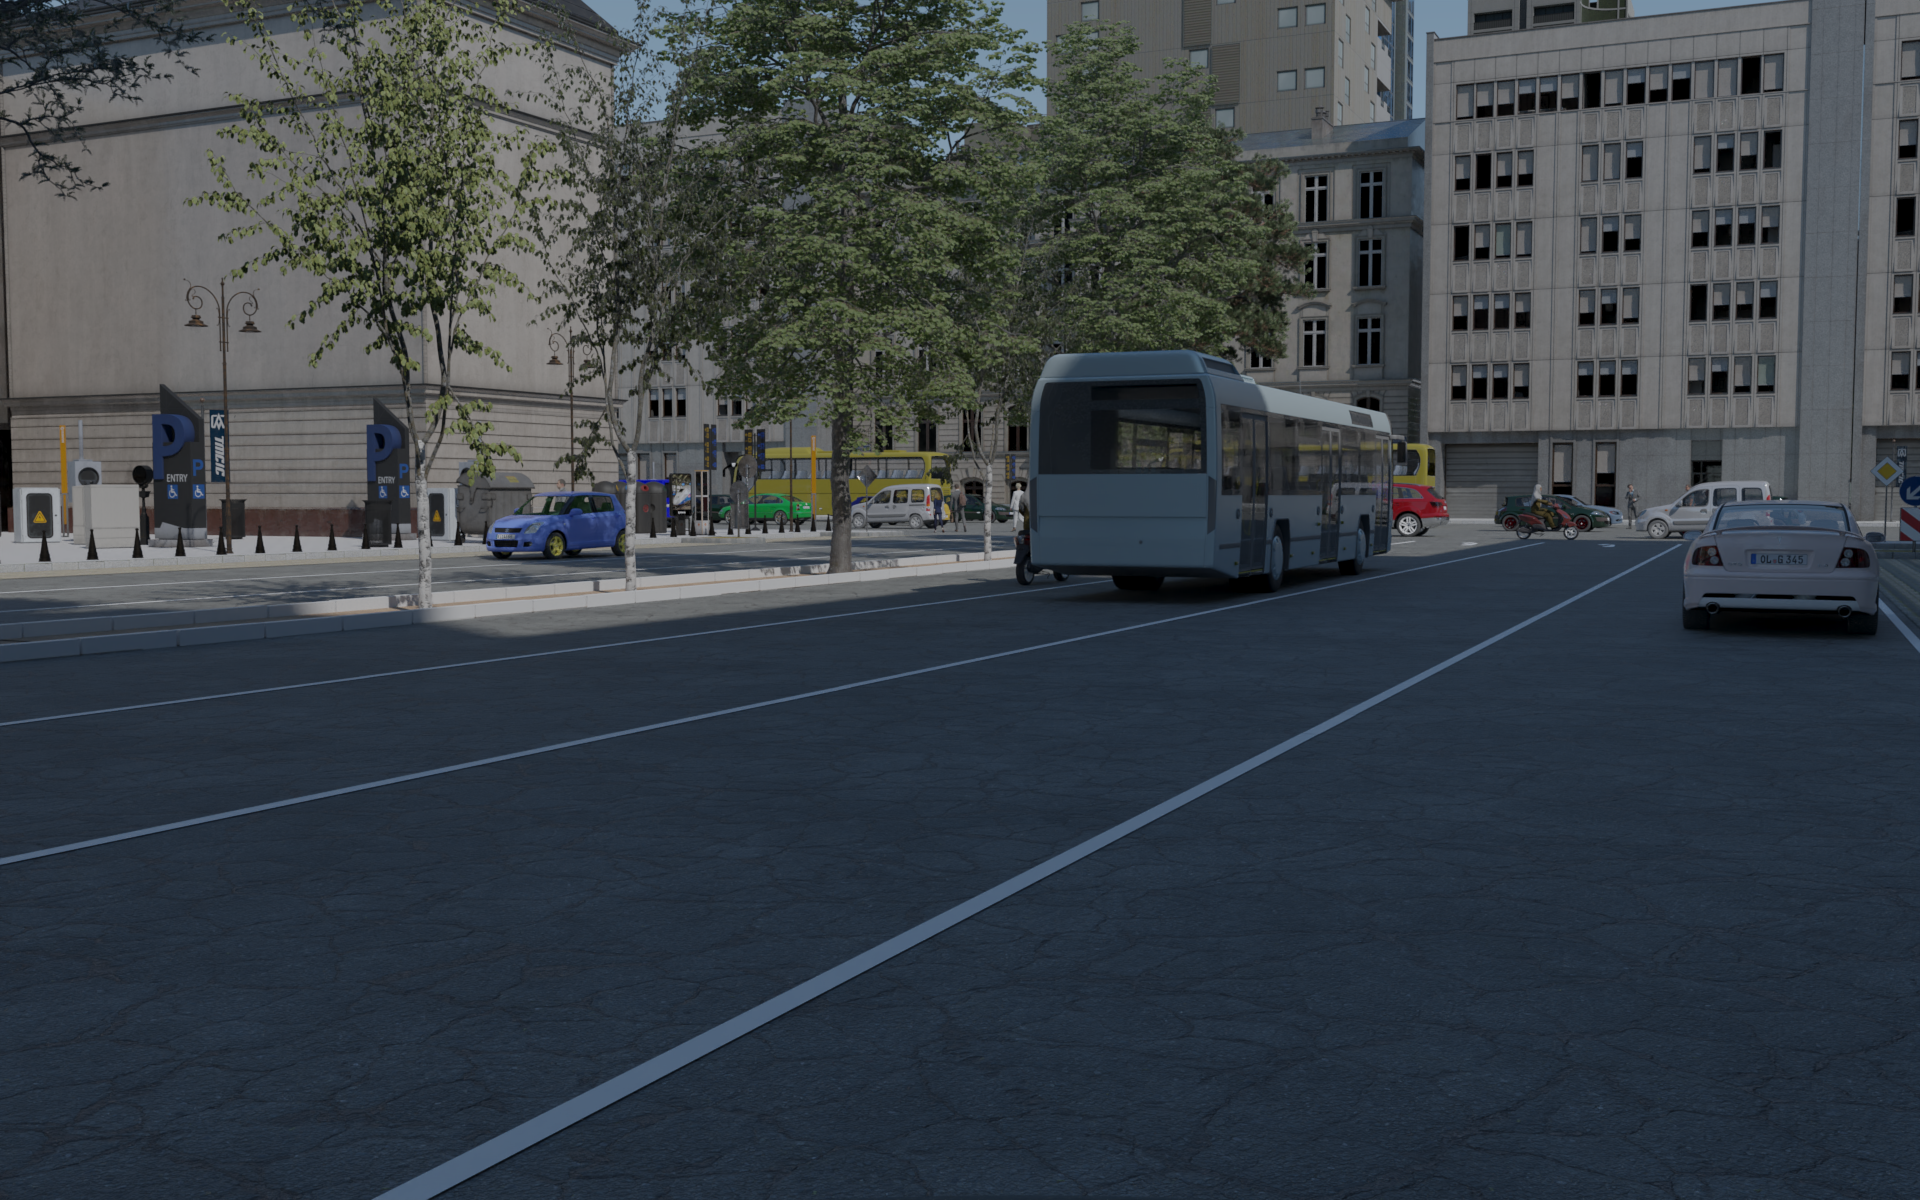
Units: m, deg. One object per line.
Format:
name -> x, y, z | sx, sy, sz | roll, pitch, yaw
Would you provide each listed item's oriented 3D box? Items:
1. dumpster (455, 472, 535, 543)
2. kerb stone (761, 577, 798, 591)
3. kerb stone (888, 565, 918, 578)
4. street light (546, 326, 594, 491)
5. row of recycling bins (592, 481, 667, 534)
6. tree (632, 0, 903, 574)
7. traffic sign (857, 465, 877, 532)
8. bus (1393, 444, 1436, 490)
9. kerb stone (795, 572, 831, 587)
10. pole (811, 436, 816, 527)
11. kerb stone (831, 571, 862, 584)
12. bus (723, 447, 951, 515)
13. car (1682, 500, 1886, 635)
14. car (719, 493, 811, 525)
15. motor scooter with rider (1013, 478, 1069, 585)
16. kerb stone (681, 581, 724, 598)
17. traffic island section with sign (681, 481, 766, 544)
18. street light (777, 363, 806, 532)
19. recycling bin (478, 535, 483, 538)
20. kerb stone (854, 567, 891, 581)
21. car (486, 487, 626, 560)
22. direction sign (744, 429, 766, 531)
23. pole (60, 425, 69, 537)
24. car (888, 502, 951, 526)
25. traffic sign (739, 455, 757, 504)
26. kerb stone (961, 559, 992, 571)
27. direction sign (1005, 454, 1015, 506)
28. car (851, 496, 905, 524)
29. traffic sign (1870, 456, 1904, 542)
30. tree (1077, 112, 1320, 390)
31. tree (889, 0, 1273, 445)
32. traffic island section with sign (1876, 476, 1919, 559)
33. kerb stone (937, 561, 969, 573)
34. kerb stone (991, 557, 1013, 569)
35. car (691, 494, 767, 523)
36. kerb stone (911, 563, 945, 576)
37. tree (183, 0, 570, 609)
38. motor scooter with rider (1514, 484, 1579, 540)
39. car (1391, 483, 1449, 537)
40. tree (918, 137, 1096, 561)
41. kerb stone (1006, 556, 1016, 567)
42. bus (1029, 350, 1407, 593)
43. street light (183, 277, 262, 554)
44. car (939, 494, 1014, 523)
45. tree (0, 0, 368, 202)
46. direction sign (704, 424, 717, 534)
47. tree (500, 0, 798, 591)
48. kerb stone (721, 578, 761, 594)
dumpster -> -12.213, -2.428, 45.459 | 1.264, 1.857, 1.865 | 2, 4, 25
kerb stone -> -2.794, -0.239, 26.110 | 0.120, 0.150, 1.000 | 2, 4, 25
kerb stone -> -1.039, -0.468, 29.841 | 0.120, 0.150, 1.000 | 2, 4, 25
street light -> -10.720, -4.592, 47.860 | 0.468, 5.910, 1.993 | 2, 4, 25
row of recycling bins -> -10.670, -2.976, 55.766 | 1.069, 1.692, 3.534 | 2, 4, 24
tree -> -1.976, -6.685, 29.877 | 7.486, 12.596, 7.792 | 0, 3, 0
traffic sign -> -3.182, -3.395, 59.153 | 0.795, 2.450, 0.064 | 2, 4, 25
bus -> 14.534, -5.193, 76.455 | 12.252, 3.916, 2.896 | 2, 4, 24
kerb stone -> -2.359, -0.297, 27.044 | 0.120, 0.150, 1.000 | 2, 4, 25
pole -> -5.115, -4.076, 60.482 | 0.158, 3.312, 0.155 | 0, 3, 0
kerb stone -> -1.918, -0.354, 27.978 | 0.120, 0.150, 1.000 | 2, 4, 25
bus -> -6.506, -6.073, 90.845 | 12.252, 3.916, 2.896 | 2, 4, 25
car -> 9.120, -0.420, 19.237 | 2.083, 1.381, 4.827 | 2, 4, 26
car -> -9.080, -4.408, 80.866 | 4.718, 1.807, 1.959 | 2, 4, 26
motor scooter with rider -> 1.352, -1.150, 27.769 | 0.876, 1.779, 1.986 | 2, 4, 27
kerb stone -> -3.669, -0.125, 24.242 | 0.120, 0.150, 1.000 | 2, 4, 25
traffic island section with sign -> -6.797, -2.579, 50.801 | 1.989, 1.847, 2.006 | 2, 4, 25
street light -> -5.721, -5.249, 58.603 | 0.468, 5.910, 1.993 | 2, 4, 25
recycling bin -> -13.639, -2.325, 50.570 | 0.722, 1.027, 0.722 | -2, 4, -30
kerb stone -> -1.471, -0.411, 28.907 | 0.120, 0.150, 1.000 | 2, 4, 25
car -> -9.062, -1.814, 39.243 | 1.945, 1.707, 3.694 | 2, 4, 27
direction sign -> -7.157, -4.189, 60.494 | 0.876, 3.537, 0.379 | 2, 4, 29
pole -> -26.595, -3.522, 51.428 | 0.158, 3.312, 0.155 | 0, 3, 0
car -> -2.412, -4.231, 79.392 | 3.980, 1.641, 2.015 | 2, 4, 27
traffic sign -> -6.886, -3.422, 56.063 | 0.768, 2.556, 0.104 | 2, 4, 32
kerb stone -> 0.288, -0.639, 32.635 | 0.120, 0.150, 1.000 | 2, 4, 25
direction sign -> 2.843, -6.469, 97.772 | 0.379, 3.537, 0.876 | 3, 5, 41
car -> -3.614, -4.447, 85.283 | 3.894, 1.354, 1.945 | 2, 4, 27
traffic sign -> 24.615, -2.593, 46.042 | 0.795, 2.450, 0.064 | 2, 4, 25
tree -> 6.440, -7.567, 48.237 | 6.751, 12.117, 7.091 | 0, 3, 0
tree -> 3.563, -7.402, 41.611 | 7.486, 12.596, 7.792 | 0, 3, 0
traffic island section with sign -> 21.121, -1.833, 38.604 | 1.989, 1.847, 2.006 | 2, 4, 25
kerb stone -> -0.155, -0.581, 31.708 | 0.120, 0.150, 1.000 | 2, 4, 25
kerb stone -> 0.729, -0.694, 33.563 | 0.120, 0.150, 1.000 | 2, 4, 25
car -> -11.085, -4.559, 84.331 | 4.222, 1.686, 2.009 | 2, 4, 23
kerb stone -> -0.588, -0.521, 30.776 | 0.120, 0.150, 1.000 | 2, 4, 25
tree -> -6.404, -4.112, 20.048 | 4.737, 8.622, 4.395 | 0, 3, 0
motor scooter with rider -> 18.467, -2.790, 54.587 | 1.986, 1.779, 0.876 | 2, 4, 24
car -> 14.011, -3.098, 59.325 | 5.304, 1.827, 2.281 | 2, 4, 24
tree -> 0.657, -5.069, 35.692 | 4.360, 8.622, 3.978 | 0, 3, 0
kerb stone -> 1.164, -0.752, 34.494 | 0.120, 0.150, 1.000 | 2, 4, 25
bus -> 4.810, -2.056, 28.484 | 2.948, 3.499, 13.247 | 2, 4, 24
street light -> -15.737, -3.935, 37.125 | 0.468, 5.910, 1.993 | 2, 4, 25
car -> 0.705, -4.688, 86.431 | 4.222, 1.686, 2.009 | 2, 4, 26
tree -> -9.680, -6.067, 12.025 | 12.009, 13.543, 11.850 | 0, 3, 0
direction sign -> -8.084, -3.922, 56.116 | 0.379, 3.537, 0.876 | 1, 4, 18
tree -> -4.536, -4.372, 24.298 | 4.360, 8.622, 3.978 | 0, 3, 0
kerb stone -> -3.248, -0.181, 25.179 | 0.120, 0.150, 1.000 | 2, 4, 25
